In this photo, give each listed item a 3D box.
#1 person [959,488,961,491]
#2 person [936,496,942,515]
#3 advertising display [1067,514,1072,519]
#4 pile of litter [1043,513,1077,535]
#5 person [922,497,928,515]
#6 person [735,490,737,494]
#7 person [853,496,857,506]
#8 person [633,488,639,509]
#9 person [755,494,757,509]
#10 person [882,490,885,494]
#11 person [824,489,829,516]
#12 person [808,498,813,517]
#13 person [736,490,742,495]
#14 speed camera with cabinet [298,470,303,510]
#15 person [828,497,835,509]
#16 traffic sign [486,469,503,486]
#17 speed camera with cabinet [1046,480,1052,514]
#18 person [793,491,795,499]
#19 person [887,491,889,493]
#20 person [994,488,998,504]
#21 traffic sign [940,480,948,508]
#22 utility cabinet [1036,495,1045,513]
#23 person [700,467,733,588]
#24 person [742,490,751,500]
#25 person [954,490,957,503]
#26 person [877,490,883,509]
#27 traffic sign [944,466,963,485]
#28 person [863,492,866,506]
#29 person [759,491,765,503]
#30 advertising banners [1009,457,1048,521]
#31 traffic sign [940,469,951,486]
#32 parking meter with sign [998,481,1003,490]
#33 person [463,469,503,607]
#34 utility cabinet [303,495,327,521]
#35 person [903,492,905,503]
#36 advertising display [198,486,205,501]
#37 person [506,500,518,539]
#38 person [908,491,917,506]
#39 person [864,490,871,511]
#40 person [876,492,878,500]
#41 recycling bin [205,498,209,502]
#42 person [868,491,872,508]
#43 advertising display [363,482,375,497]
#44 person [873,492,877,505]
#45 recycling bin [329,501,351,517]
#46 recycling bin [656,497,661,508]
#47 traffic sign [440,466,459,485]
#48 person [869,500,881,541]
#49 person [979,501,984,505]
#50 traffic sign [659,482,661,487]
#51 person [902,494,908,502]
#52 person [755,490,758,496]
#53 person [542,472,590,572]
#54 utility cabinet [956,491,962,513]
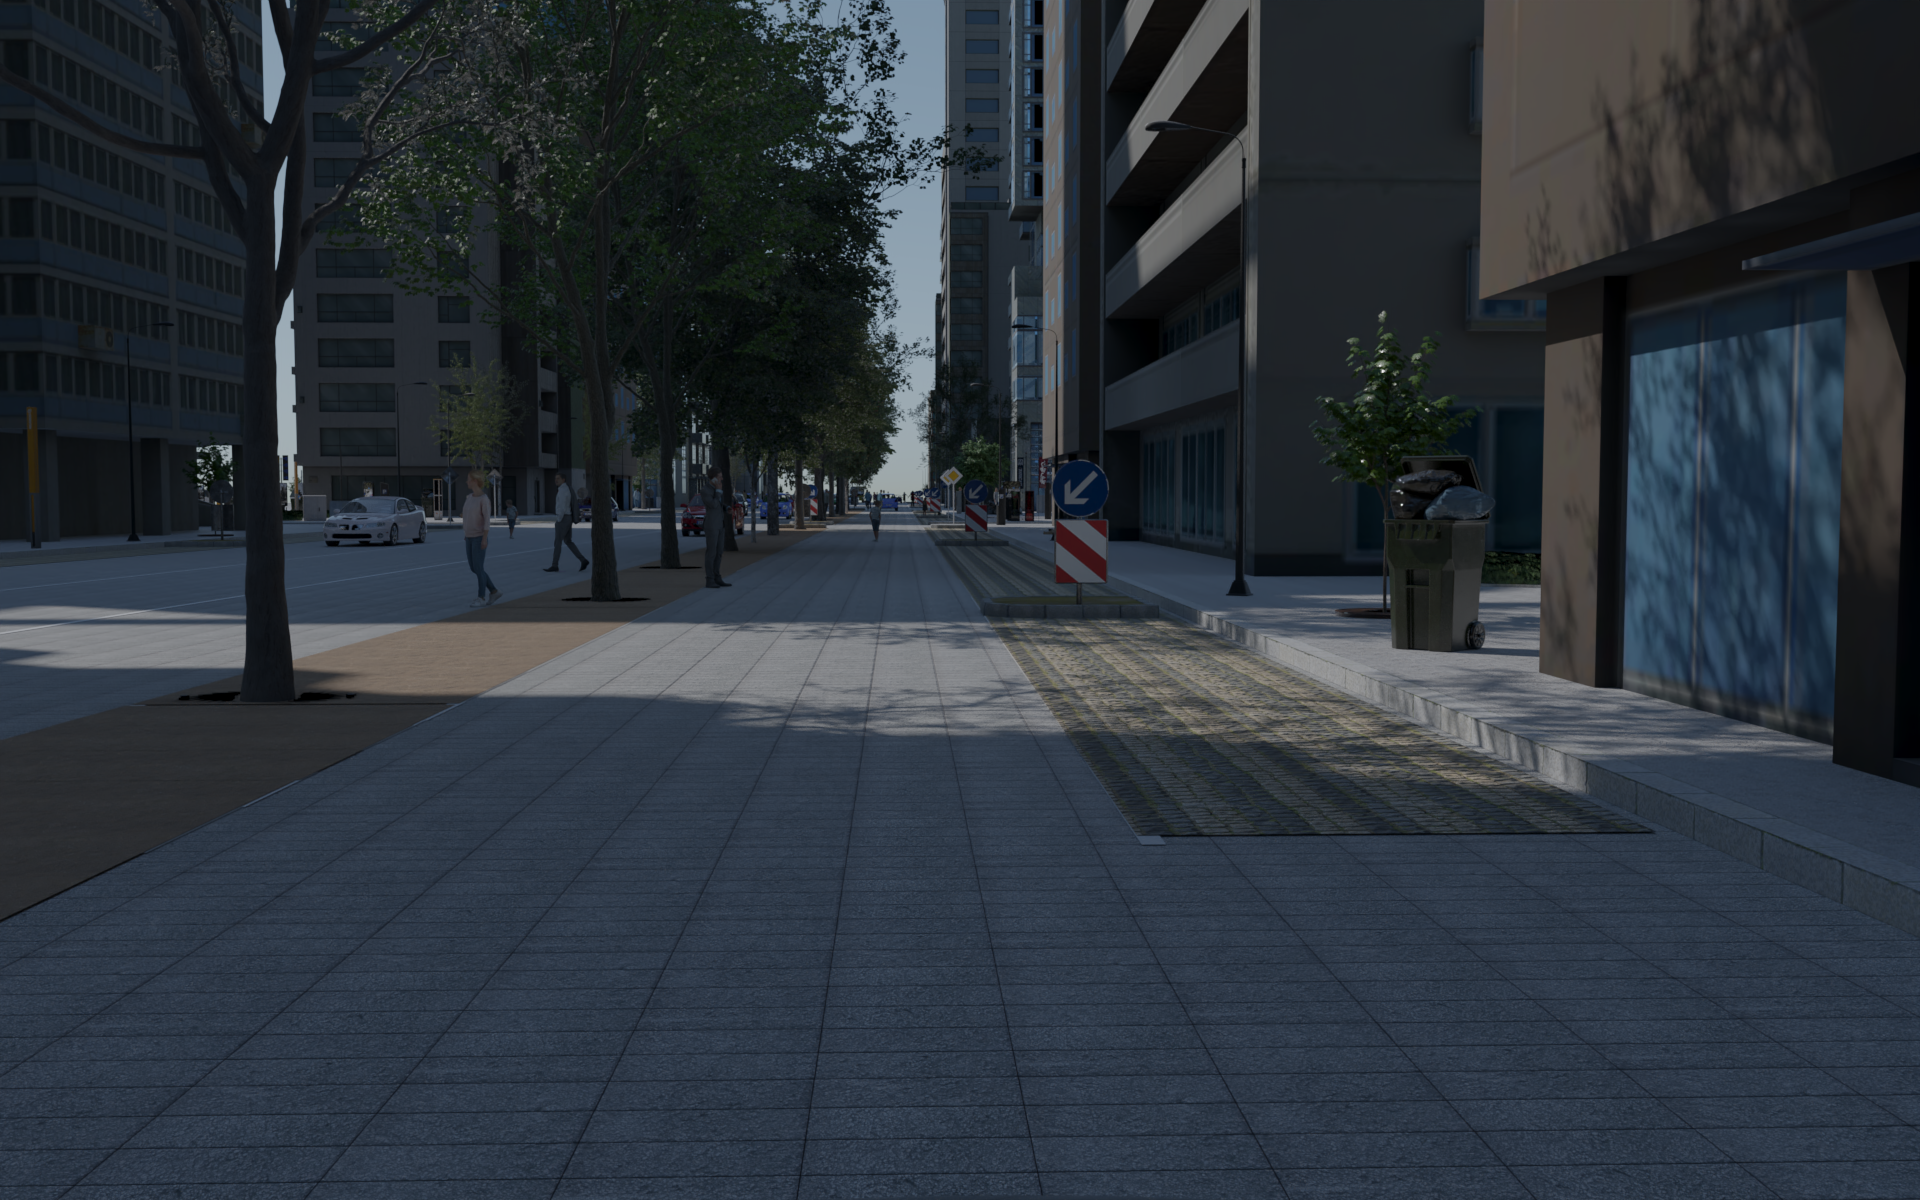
[{"bbox_3d":[0.063,-7.137,123.301,0.524,1.755,0.480,3,4,37],"label":"person"},{"bbox_3d":[-1.329,-6.037,107.690,0.515,1.767,0.782,0,4,7],"label":"person"},{"bbox_3d":[2.826,-2.412,44.658,0.123,1.923,0.974,0,4,2],"label":"advertising display"},{"bbox_3d":[3.369,-2.498,54.815,1.176,0.858,1.719,-2,4,-34],"label":"pile of litter"},{"bbox_3d":[-2.141,-5.700,106.361,0.362,1.253,0.373,3,5,39],"label":"person"},{"bbox_3d":[-29.618,-13.642,229.068,1.348,1.826,0.705,-3,5,-42],"label":"person"},{"bbox_3d":[-12.213,-11.824,201.759,0.705,1.831,1.348,1,4,21],"label":"person"},{"bbox_3d":[-27.927,-8.760,149.535,0.793,1.790,0.793,1,4,11],"label":"person"},{"bbox_3d":[-19.853,-9.540,167.719,0.421,1.427,0.697,-2,4,-34],"label":"person"},{"bbox_3d":[-7.513,-9.967,171.420,1.348,1.831,0.705,-2,4,-32],"label":"person"},{"bbox_3d":[-8.516,-6.209,110.505,0.782,1.767,0.515,2,4,30],"label":"person"},{"bbox_3d":[-8.757,-5.712,102.380,0.515,1.767,0.782,-1,4,-8],"label":"person"},{"bbox_3d":[-19.665,-8.935,154.430,0.661,1.843,0.795,0,4,3],"label":"person"},{"bbox_3d":[-54.477,-9.100,143.126,0.660,3.252,2.038,-1,4,-12],"label":"speed camera with cabinet"},{"bbox_3d":[-12.829,-9.877,170.518,1.217,1.766,0.721,-3,4,-36],"label":"person"},{"bbox_3d":[-21.509,-4.761,80.040,0.795,2.593,0.064,0,4,-2],"label":"traffic sign"},{"bbox_3d":[6.620,-7.340,114.351,2.038,3.252,0.660,-2,4,-28],"label":"speed camera with cabinet"},{"bbox_3d":[-14.348,-8.769,152.063,0.709,1.800,0.728,0,4,7],"label":"person"},{"bbox_3d":[-10.527,-14.971,253.290,0.705,1.821,1.348,-2,4,-30],"label":"person"},{"bbox_3d":[2.518,-7.035,121.809,0.760,1.731,0.466,0,4,2],"label":"person"},{"bbox_3d":[-1.373,-9.411,153.977,0.768,2.556,0.104,0,4,7],"label":"traffic sign"},{"bbox_3d":[5.552,-6.533,117.984,0.306,1.237,1.020,-1,4,-22],"label":"utility cabinet"},{"bbox_3d":[-3.691,-1.114,26.519,0.447,1.846,0.655,1,4,14],"label":"person"},{"bbox_3d":[-19.620,-9.110,157.543,1.348,1.812,0.705,-2,4,-35],"label":"person"},{"bbox_3d":[-0.302,-8.370,143.563,0.598,1.740,0.731,-2,4,-28],"label":"person"},{"bbox_3d":[-6.358,-7.869,137.508,0.444,1.785,0.601,-2,4,-24],"label":"person"},{"bbox_3d":[-0.248,-4.317,72.768,0.795,2.593,0.064,0,4,-2],"label":"traffic sign"},{"bbox_3d":[-11.574,-12.602,215.365,1.217,1.723,0.721,2,4,32],"label":"person"},{"bbox_3d":[-29.804,-15.540,260.845,0.721,1.735,1.217,3,5,40],"label":"person"},{"bbox_3d":[3.233,-5.193,81.099,2.074,3.025,0.090,2,4,31],"label":"advertising banners"},{"bbox_3d":[-0.526,-4.805,80.748,0.795,2.593,0.064,0,4,-2],"label":"traffic sign"},{"bbox_3d":[2.500,-6.402,100.930,0.543,3.016,1.738,1,4,16],"label":"parking meter with sign"},{"bbox_3d":[-6.104,-0.791,22.103,0.731,1.740,0.598,3,4,37],"label":"person"},{"bbox_3d":[-30.685,-4.355,82.374,1.020,1.237,0.306,-1,4,-23],"label":"utility cabinet"},{"bbox_3d":[-8.966,-16.262,275.106,0.721,1.736,1.217,0,4,-6],"label":"person"},{"bbox_3d":[-54.846,-7.303,124.617,0.974,1.923,0.123,0,4,1],"label":"advertising display"},{"bbox_3d":[-14.403,-2.598,55.662,0.332,1.250,0.352,3,5,41],"label":"person"},{"bbox_3d":[-5.288,-11.368,194.327,1.348,1.831,0.705,1,4,20],"label":"person"},{"bbox_3d":[-7.866,-8.497,147.448,0.620,1.820,0.660,3,5,44],"label":"person"},{"bbox_3d":[-11.994,-14.555,247.273,0.742,1.727,0.445,2,4,27],"label":"person"},{"bbox_3d":[-55.427,-6.983,126.727,0.722,1.027,0.722,-3,5,-41],"label":"recycling bin"},{"bbox_3d":[-8.992,-9.949,172.108,0.436,1.711,0.756,3,4,36],"label":"person"},{"bbox_3d":[-30.882,-5.217,90.512,0.974,1.923,0.123,3,5,43],"label":"advertising display"},{"bbox_3d":[-10.823,-12.872,219.882,0.541,1.710,0.530,3,5,44],"label":"person"},{"bbox_3d":[-22.635,-3.111,63.423,0.722,1.027,0.722,0,4,-6],"label":"recycling bin"},{"bbox_3d":[-26.802,-8.718,155.100,0.722,1.027,0.722,-1,4,-14],"label":"recycling bin"},{"bbox_3d":[-21.231,-4.273,72.060,0.795,2.593,0.064,0,4,-2],"label":"traffic sign"},{"bbox_3d":[-2.564,-2.400,52.422,0.332,1.250,0.352,2,4,34],"label":"person"},{"bbox_3d":[1.549,-7.529,129.328,0.466,1.800,0.511,3,5,42],"label":"person"},{"bbox_3d":[-25.643,-9.151,149.731,0.768,2.556,0.104,0,4,4],"label":"traffic sign"},{"bbox_3d":[-9.550,-17.718,298.267,1.350,1.814,0.705,1,4,20],"label":"person"},{"bbox_3d":[-29.598,-14.968,250.636,0.709,1.838,0.599,-3,5,-40],"label":"person"},{"bbox_3d":[-7.271,-1.428,31.941,0.850,1.850,0.679,0,4,-3],"label":"person"},{"bbox_3d":[-0.078,-6.413,113.530,0.318,1.500,1.173,0,4,-2],"label":"utility cabinet"}]
